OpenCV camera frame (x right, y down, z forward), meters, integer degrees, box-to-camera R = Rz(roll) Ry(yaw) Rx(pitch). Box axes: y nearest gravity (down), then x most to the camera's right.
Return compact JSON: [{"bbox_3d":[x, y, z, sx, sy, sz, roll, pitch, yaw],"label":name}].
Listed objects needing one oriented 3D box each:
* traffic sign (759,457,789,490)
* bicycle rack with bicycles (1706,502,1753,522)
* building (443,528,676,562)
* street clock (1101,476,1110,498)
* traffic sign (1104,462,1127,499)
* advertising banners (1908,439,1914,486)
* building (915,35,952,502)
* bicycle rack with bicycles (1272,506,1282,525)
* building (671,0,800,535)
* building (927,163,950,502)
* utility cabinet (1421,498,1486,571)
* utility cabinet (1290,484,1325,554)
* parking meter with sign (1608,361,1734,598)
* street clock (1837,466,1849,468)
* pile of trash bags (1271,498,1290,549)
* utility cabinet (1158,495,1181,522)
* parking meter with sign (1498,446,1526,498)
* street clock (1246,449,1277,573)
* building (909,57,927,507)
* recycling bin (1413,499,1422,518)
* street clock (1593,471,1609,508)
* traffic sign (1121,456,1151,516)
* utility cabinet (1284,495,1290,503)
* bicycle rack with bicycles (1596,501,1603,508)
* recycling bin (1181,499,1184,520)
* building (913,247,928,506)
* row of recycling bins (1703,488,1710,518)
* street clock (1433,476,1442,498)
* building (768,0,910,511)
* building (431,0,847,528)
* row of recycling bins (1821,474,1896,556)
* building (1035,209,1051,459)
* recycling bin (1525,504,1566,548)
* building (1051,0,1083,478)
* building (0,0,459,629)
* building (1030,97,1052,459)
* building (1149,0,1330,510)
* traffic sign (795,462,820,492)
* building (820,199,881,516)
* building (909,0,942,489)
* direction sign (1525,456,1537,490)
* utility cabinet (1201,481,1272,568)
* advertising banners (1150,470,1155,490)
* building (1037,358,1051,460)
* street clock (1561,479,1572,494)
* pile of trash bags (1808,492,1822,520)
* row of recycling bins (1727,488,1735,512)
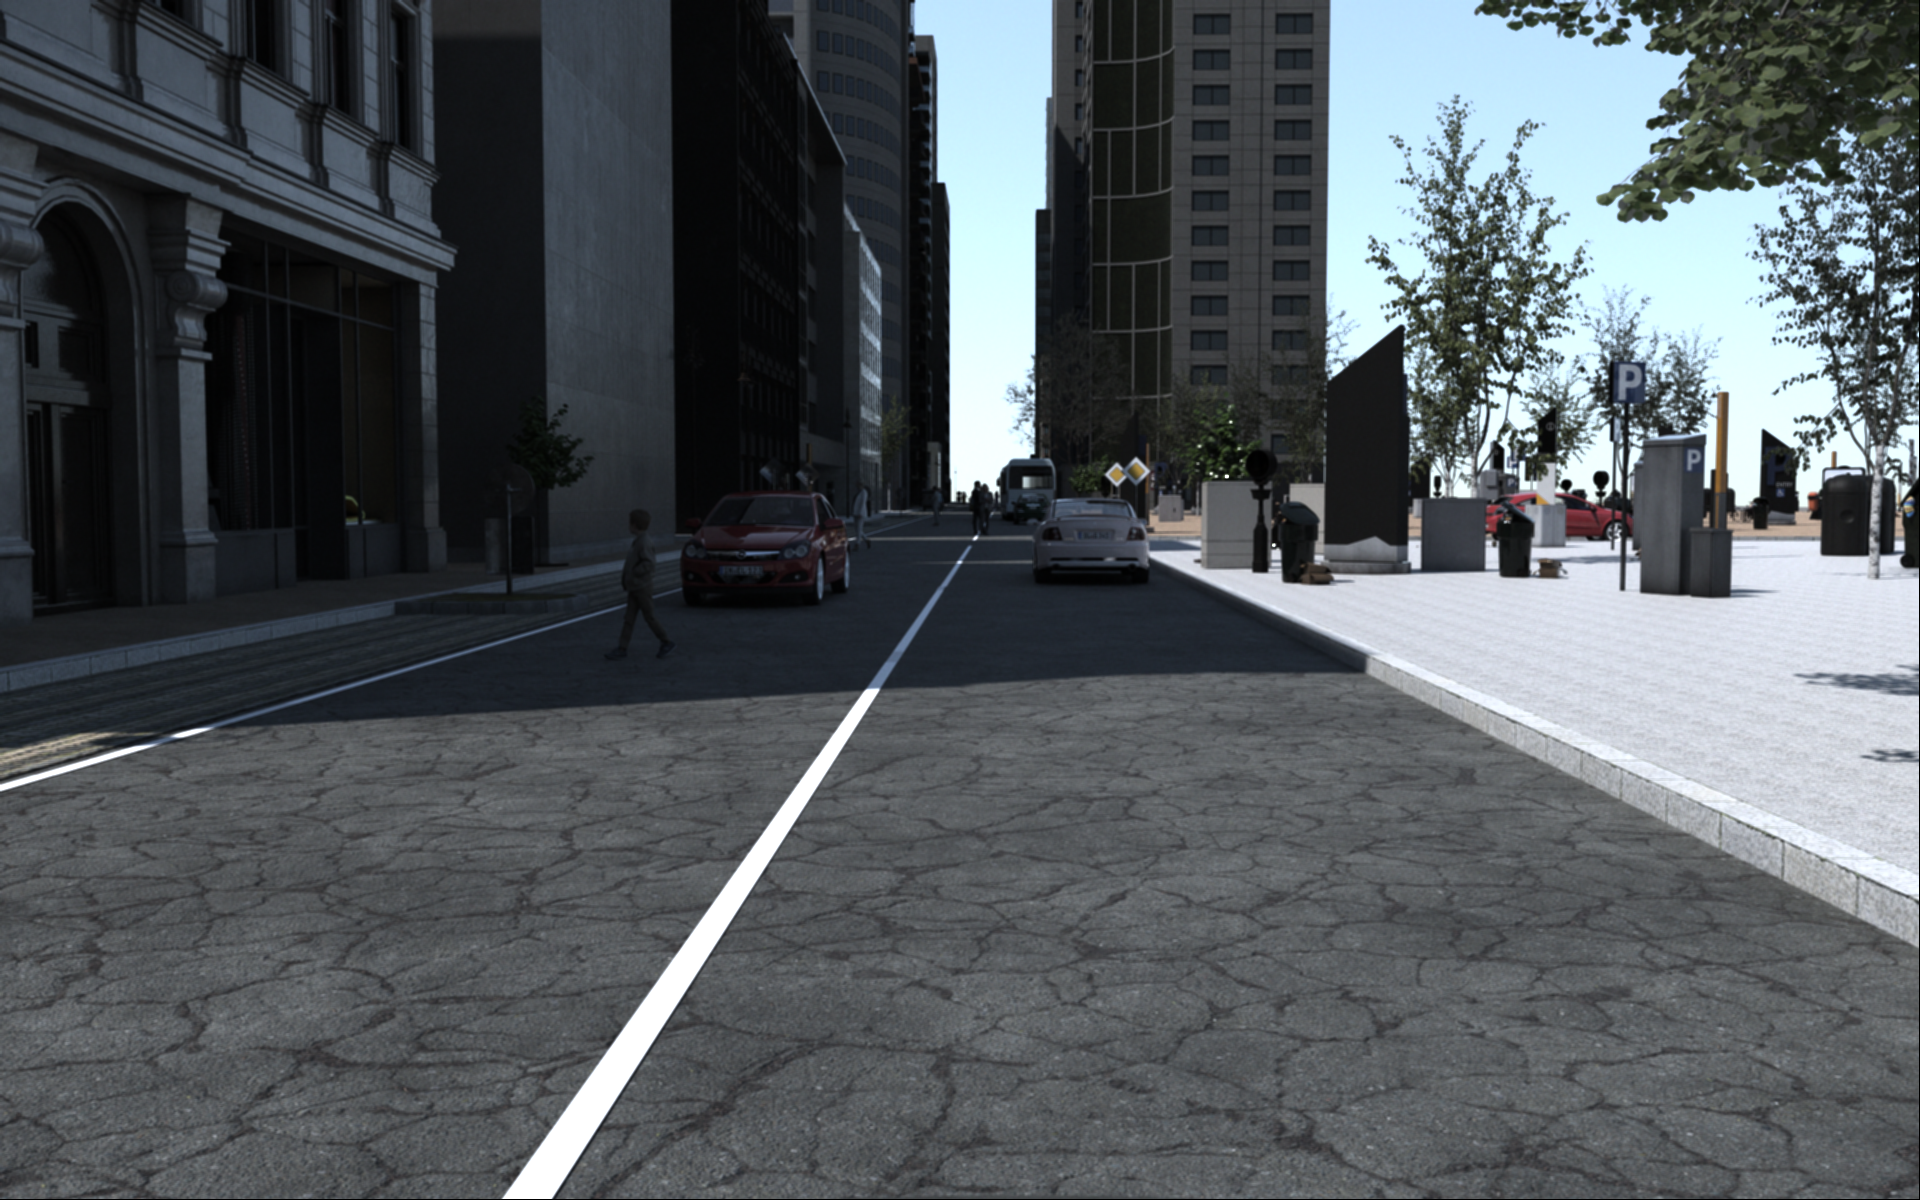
[{"bbox_3d":[-4.995,-2.622,46.516,0.795,2.450,0.064,0,4,1],"label":"traffic sign"},{"bbox_3d":[36.214,-4.076,80.027,2.925,0.926,2.852,-2,4,-30],"label":"bicycle rack with bicycles"},{"bbox_3d":[-22.410,-13.457,39.090,30.058,24.678,14.314,0,4,1],"label":"building"},{"bbox_3d":[5.707,-3.878,67.978,0.358,2.002,0.471,-1,4,-18],"label":"street clock"},{"bbox_3d":[4.904,-3.094,54.226,0.795,2.450,0.064,0,4,1],"label":"traffic sign"},{"bbox_3d":[30.722,-3.631,55.560,2.074,3.025,0.090,-3,5,-44],"label":"advertising banners"},{"bbox_3d":[-11.765,-51.227,275.807,20.563,71.187,20.611,0,4,1],"label":"building"},{"bbox_3d":[12.244,-3.591,72.093,2.925,0.926,2.852,0,4,6],"label":"bicycle rack with bicycles"},{"bbox_3d":[-12.840,-14.197,61.805,12.332,23.373,15.834,0,4,1],"label":"building"},{"bbox_3d":[-12.470,-38.639,255.443,21.300,48.544,21.600,0,4,1],"label":"building"},{"bbox_3d":[8.228,-1.085,28.895,1.020,1.237,0.306,1,4,12],"label":"utility cabinet"},{"bbox_3d":[7.551,-1.723,36.849,0.318,1.500,1.173,-3,4,-36],"label":"utility cabinet"},{"bbox_3d":[9.102,-1.582,22.125,0.543,3.016,1.738,-1,4,-22],"label":"parking meter with sign"},{"bbox_3d":[22.552,-2.427,44.253,0.471,2.002,0.358,1,4,15],"label":"street clock"},{"bbox_3d":[7.534,-1.843,39.888,3.447,1.369,1.912,0,4,3],"label":"pile of trash bags"},{"bbox_3d":[9.644,-4.185,79.589,1.020,1.237,0.306,0,4,-3],"label":"utility cabinet"},{"bbox_3d":[20.072,-4.114,63.523,0.543,3.016,1.738,0,4,-8],"label":"parking meter with sign"},{"bbox_3d":[4.905,-1.447,28.227,0.471,2.002,0.358,3,5,43],"label":"street clock"},{"bbox_3d":[-14.719,-31.638,171.912,22.147,44.769,28.867,0,4,1],"label":"building"},{"bbox_3d":[24.796,-4.928,93.135,0.722,1.027,0.722,0,4,1],"label":"recycling bin"},{"bbox_3d":[20.116,-3.047,54.387,0.358,2.002,0.471,-1,4,-20],"label":"street clock"},{"bbox_3d":[4.695,-2.606,46.243,0.795,2.450,0.064,0,4,1],"label":"traffic sign"},{"bbox_3d":[21.621,-6.225,112.942,1.020,1.237,0.306,-2,4,-26],"label":"utility cabinet"},{"bbox_3d":[46.017,-6.883,125.925,2.852,0.926,2.925,2,4,26],"label":"bicycle rack with bicycles"},{"bbox_3d":[10.404,-4.388,84.298,0.722,1.027,0.722,-3,4,-36],"label":"recycling bin"},{"bbox_3d":[-10.908,-25.811,193.704,14.160,30.474,14.107,0,4,1],"label":"building"},{"bbox_3d":[38.005,-5.229,92.606,3.534,1.692,1.069,1,4,14],"label":"row of recycling bins"},{"bbox_3d":[18.806,-3.894,68.234,0.358,2.002,0.471,1,4,22],"label":"street clock"},{"bbox_3d":[-15.466,-36.759,143.015,21.231,58.520,28.212,0,4,1],"label":"building"},{"bbox_3d":[-13.989,-16.290,85.416,14.314,24.678,30.058,0,4,1],"label":"building"},{"bbox_3d":[19.332,-1.837,37.141,1.069,1.692,3.534,3,5,39],"label":"row of recycling bins"},{"bbox_3d":[17.828,-34.642,249.986,14.154,41.232,14.086,0,4,1],"label":"building"},{"bbox_3d":[14.157,-1.795,41.902,0.722,1.027,0.722,-1,4,-14],"label":"recycling bin"},{"bbox_3d":[19.438,-38.376,169.452,21.231,58.520,28.212,0,4,1],"label":"building"},{"bbox_3d":[-13.573,-9.658,8.813,10.553,20.767,40.483,0,4,1],"label":"building"},{"bbox_3d":[22.391,-58.636,271.368,22.319,86.520,31.000,0,4,1],"label":"building"},{"bbox_3d":[18.718,-43.208,144.710,20.563,71.187,20.611,0,4,1],"label":"building"},{"bbox_3d":[-4.786,-3.110,54.499,0.795,2.450,0.064,0,4,1],"label":"traffic sign"},{"bbox_3d":[-10.761,-15.554,109.063,10.420,20.320,16.860,0,4,1],"label":"building"},{"bbox_3d":[-13.417,-55.957,227.567,22.319,86.520,31.000,0,4,1],"label":"building"},{"bbox_3d":[34.422,-6.868,104.284,0.876,3.537,0.379,-1,4,-9],"label":"direction sign"},{"bbox_3d":[4.757,-1.293,29.824,1.173,1.500,0.318,-1,4,-12],"label":"utility cabinet"},{"bbox_3d":[14.954,-8.045,127.720,2.074,3.025,0.090,1,4,17],"label":"advertising banners"},{"bbox_3d":[24.342,-23.481,228.958,27.650,21.520,28.899,0,4,1],"label":"building"},{"bbox_3d":[29.780,-4.924,85.078,0.471,2.002,0.358,3,5,43],"label":"street clock"},{"bbox_3d":[43.500,-4.712,86.785,3.447,1.369,1.912,-3,4,-37],"label":"pile of trash bags"},{"bbox_3d":[53.291,-7.067,122.664,1.069,1.692,3.534,-2,4,-27],"label":"row of recycling bins"}]
